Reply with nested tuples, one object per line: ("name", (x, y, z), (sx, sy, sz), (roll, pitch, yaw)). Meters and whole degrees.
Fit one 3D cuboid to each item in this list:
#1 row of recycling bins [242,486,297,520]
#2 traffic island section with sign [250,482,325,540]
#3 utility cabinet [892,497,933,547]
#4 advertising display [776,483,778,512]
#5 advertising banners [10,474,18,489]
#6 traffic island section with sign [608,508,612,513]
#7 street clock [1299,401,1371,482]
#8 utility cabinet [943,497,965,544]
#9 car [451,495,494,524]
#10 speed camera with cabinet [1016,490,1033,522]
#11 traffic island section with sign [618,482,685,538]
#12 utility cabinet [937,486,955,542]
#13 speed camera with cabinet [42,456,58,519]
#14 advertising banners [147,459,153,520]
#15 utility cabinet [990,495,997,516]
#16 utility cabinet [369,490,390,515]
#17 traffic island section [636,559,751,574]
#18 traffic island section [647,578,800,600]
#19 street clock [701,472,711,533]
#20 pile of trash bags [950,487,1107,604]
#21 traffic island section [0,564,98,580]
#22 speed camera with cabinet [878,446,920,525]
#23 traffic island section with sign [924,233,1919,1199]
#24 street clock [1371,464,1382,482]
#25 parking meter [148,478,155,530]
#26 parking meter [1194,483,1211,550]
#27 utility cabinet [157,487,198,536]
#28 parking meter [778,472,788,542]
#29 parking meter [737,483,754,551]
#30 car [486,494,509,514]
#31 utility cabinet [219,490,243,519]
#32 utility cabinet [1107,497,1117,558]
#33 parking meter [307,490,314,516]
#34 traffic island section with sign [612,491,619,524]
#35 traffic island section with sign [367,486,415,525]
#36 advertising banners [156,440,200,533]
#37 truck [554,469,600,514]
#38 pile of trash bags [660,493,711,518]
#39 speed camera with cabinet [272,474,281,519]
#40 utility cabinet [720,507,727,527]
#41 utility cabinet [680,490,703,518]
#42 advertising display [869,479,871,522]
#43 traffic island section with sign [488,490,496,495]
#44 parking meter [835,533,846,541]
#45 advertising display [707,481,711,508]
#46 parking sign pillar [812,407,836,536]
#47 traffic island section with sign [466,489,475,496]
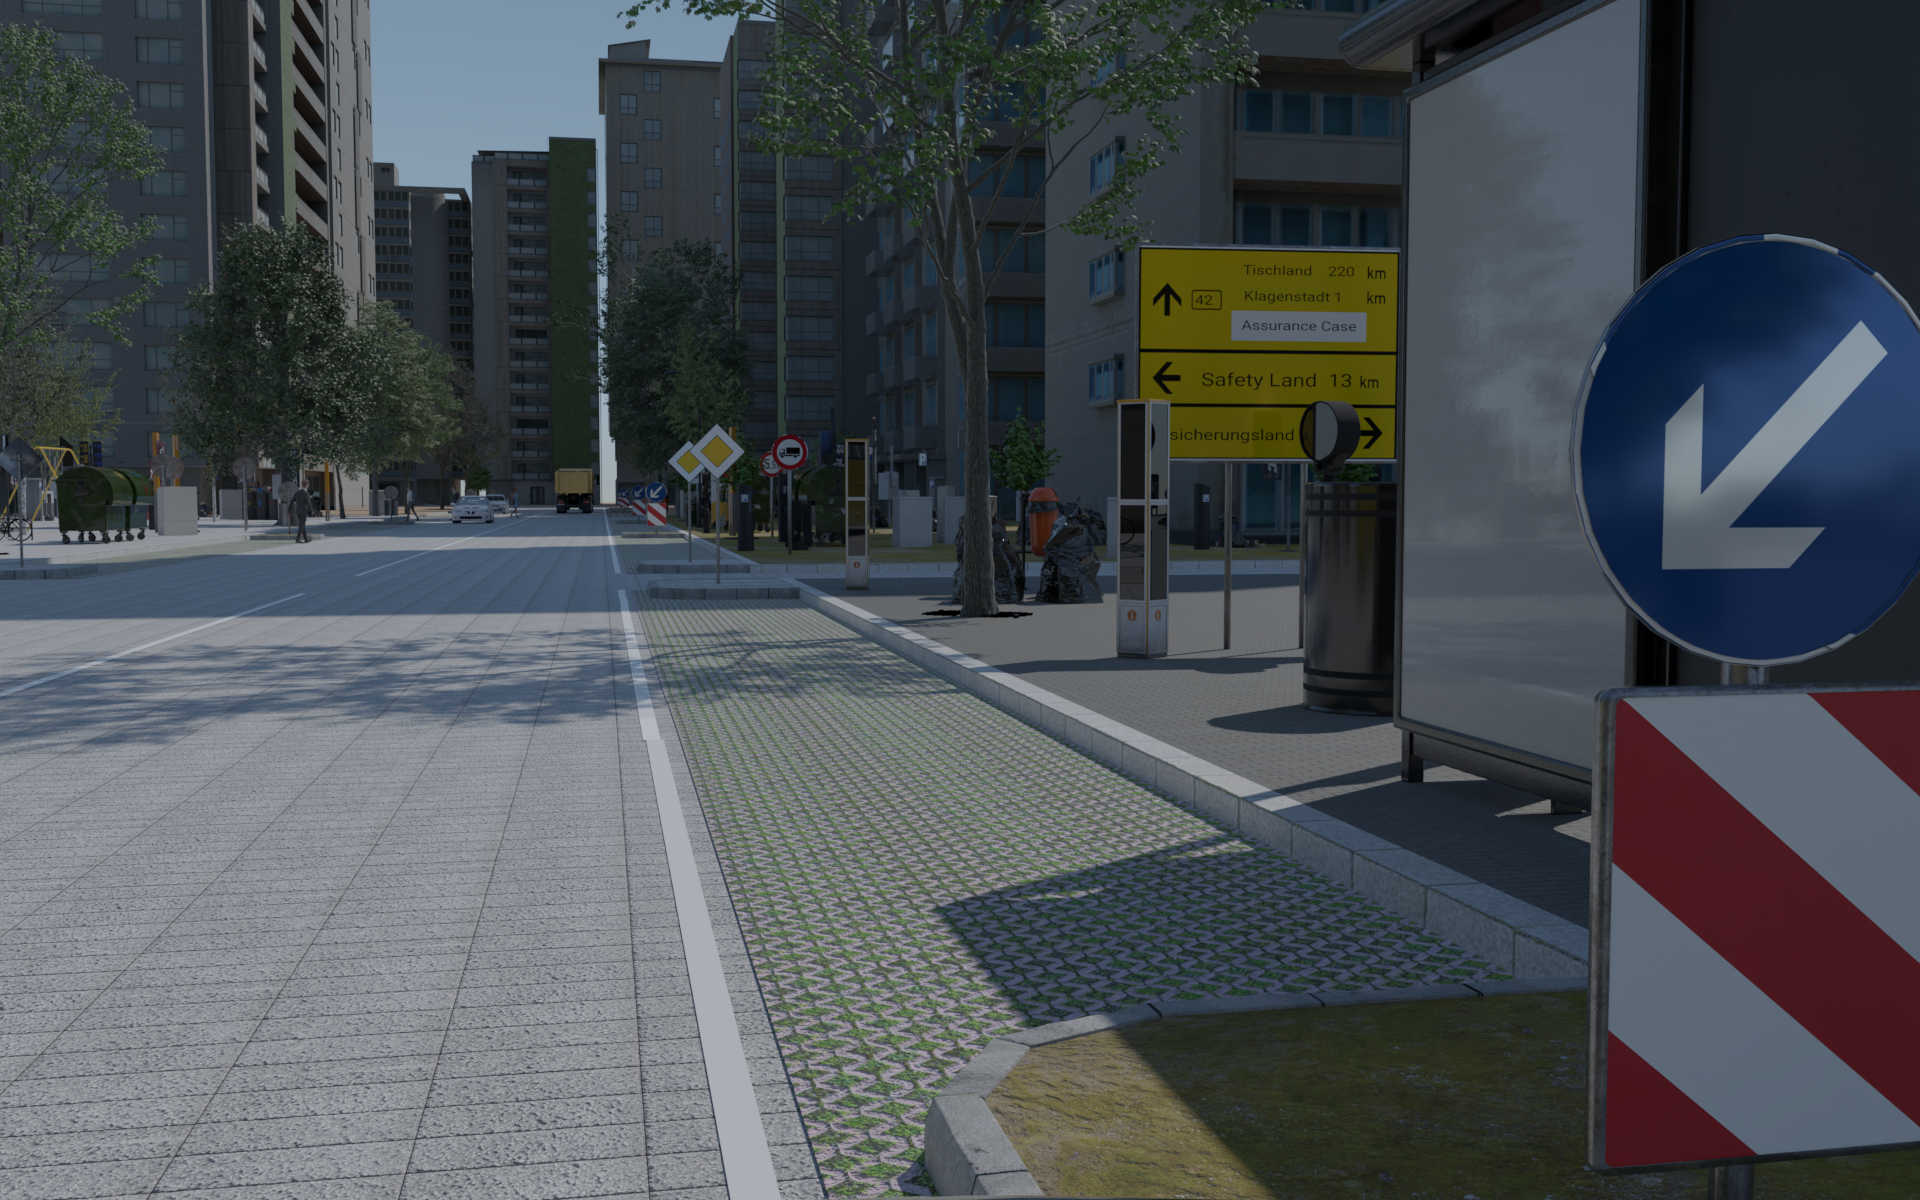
("row of recycling bins", (-34.166, -4.818, 85.889), (3.534, 1.692, 1.069), (2, 4, 25))
("traffic island section with sign", (-21.099, -2.801, 54.420), (1.989, 1.847, 2.006), (-1, 4, -12))
("utility cabinet", (-1.157, -1.885, 41.979), (1.020, 1.237, 0.306), (-3, 4, -38))
("advertising display", (-10.198, -5.838, 100.658), (0.974, 1.923, 0.123), (0, 4, -1))
("advertising banners", (-49.167, -5.819, 91.328), (2.074, 3.025, 0.090), (0, 4, 4))
("traffic island section with sign", (-25.721, -7.561, 132.247), (1.989, 1.847, 2.006), (-1, 4, -12))
("street clock", (2.877, -0.548, 13.531), (0.358, 2.002, 0.471), (-2, 4, -28))
("utility cabinet", (0.081, -2.061, 44.867), (1.020, 1.237, 0.306), (0, 4, -4))
("car", (-24.137, -4.497, 85.895), (2.083, 1.381, 4.827), (-1, 4, -13))
("speed camera with cabinet", (3.622, -5.202, 79.395), (2.038, 3.252, 0.660), (0, 4, -6))
("traffic island section with sign", (-10.093, -2.948, 56.833), (1.989, 1.847, 2.006), (-1, 4, -12))
("utility cabinet", (-0.390, -2.299, 46.266), (0.318, 1.500, 1.173), (1, 4, 9))
("speed camera with cabinet", (-47.277, -5.846, 89.921), (0.660, 3.252, 2.038), (1, 4, 10))
("advertising banners", (-40.310, -5.488, 85.911), (0.090, 3.025, 2.074), (-1, 4, -8))
("utility cabinet", (0.896, -3.221, 63.818), (1.020, 1.237, 0.306), (-3, 4, -39))
("utility cabinet", (-34.350, -5.738, 102.493), (1.173, 1.500, 0.318), (0, 4, -3))
("traffic island section", (-5.059, -0.631, 32.603), (2.009, 0.180, 2.903), (-1, 4, -12))
("traffic island section", (-3.437, -0.153, 24.784), (2.009, 0.180, 2.903), (-1, 4, -12))
("street clock", (-8.258, -3.169, 56.378), (0.358, 2.002, 0.471), (0, 4, -1))
("pile of trash bags", (0.910, -0.734, 21.747), (1.912, 1.369, 3.447), (0, 4, 7))
("traffic island section", (-16.410, -0.488, 30.263), (2.009, 0.180, 2.903), (-1, 4, -12))
("speed camera with cabinet", (-2.518, -4.731, 71.683), (0.660, 3.252, 2.038), (3, 4, 38))
("traffic island section with sign", (0.984, 0.319, 3.406), (1.989, 1.847, 2.006), (-1, 4, -12))
("street clock", (9.996, -2.281, 41.860), (0.358, 2.002, 0.471), (0, 4, -6))
("parking meter", (-28.820, -3.433, 61.839), (0.255, 1.863, 0.399), (-1, 4, -16))
("parking meter", (5.597, -1.934, 40.028), (0.372, 1.533, 0.369), (0, 3, 0))
("utility cabinet", (-24.032, -2.722, 53.176), (0.318, 1.500, 1.173), (2, 4, 30))
("parking meter", (-4.649, -2.480, 46.256), (0.399, 1.863, 0.255), (-1, 4, -16))
("parking meter", (-4.827, -1.870, 38.984), (0.372, 1.533, 0.369), (0, 3, 0))
("car", (-33.179, -6.826, 123.613), (2.014, 1.417, 4.499), (-1, 4, -11))
("utility cabinet", (-36.801, -4.826, 87.585), (0.318, 1.500, 1.173), (3, 5, 43))
("utility cabinet", (3.451, -1.431, 34.556), (1.020, 1.237, 0.306), (1, 4, 13))
("parking meter", (-37.214, -5.556, 99.244), (0.372, 1.533, 0.369), (0, 3, 0))
("traffic island section with sign", (-15.560, -4.563, 83.230), (1.989, 1.847, 2.006), (-1, 4, -12))
("traffic island section with sign", (-26.670, -4.444, 81.281), (1.989, 1.847, 2.006), (-1, 4, -12))
("advertising banners", (-25.436, -3.675, 56.277), (2.074, 3.025, 0.090), (2, 4, 30))
("truck", (-29.007, -8.243, 130.696), (3.469, 3.379, 9.791), (-1, 4, -10))
("pile of trash bags", (-15.435, -5.333, 96.945), (3.447, 1.369, 1.912), (2, 4, 27))
("speed camera with cabinet", (-30.828, -5.174, 78.925), (0.660, 3.252, 2.038), (-1, 4, -9))
("utility cabinet", (-8.746, -3.541, 66.572), (1.173, 1.500, 0.318), (-2, 4, -25))
("utility cabinet", (-14.034, -5.003, 90.473), (1.173, 1.500, 0.318), (-3, 4, -38))
("advertising display", (-3.862, -4.169, 73.370), (0.123, 1.923, 0.974), (0, 4, 1))
("traffic island section with sign", (-42.481, -9.104, 157.485), (1.989, 1.847, 2.006), (-1, 4, -12))
("parking meter", (-3.256, -2.568, 47.701), (0.399, 1.863, 0.255), (2, 4, 24))
("advertising display", (-12.176, -4.986, 86.732), (0.974, 1.923, 0.123), (-1, 4, -22))
("parking sign pillar", (-4.013, -3.946, 52.989), (1.447, 3.967, 1.447), (0, 4, -7))
("traffic island section with sign", (-36.932, -7.474, 130.825), (1.989, 1.847, 2.006), (-1, 4, -12))
